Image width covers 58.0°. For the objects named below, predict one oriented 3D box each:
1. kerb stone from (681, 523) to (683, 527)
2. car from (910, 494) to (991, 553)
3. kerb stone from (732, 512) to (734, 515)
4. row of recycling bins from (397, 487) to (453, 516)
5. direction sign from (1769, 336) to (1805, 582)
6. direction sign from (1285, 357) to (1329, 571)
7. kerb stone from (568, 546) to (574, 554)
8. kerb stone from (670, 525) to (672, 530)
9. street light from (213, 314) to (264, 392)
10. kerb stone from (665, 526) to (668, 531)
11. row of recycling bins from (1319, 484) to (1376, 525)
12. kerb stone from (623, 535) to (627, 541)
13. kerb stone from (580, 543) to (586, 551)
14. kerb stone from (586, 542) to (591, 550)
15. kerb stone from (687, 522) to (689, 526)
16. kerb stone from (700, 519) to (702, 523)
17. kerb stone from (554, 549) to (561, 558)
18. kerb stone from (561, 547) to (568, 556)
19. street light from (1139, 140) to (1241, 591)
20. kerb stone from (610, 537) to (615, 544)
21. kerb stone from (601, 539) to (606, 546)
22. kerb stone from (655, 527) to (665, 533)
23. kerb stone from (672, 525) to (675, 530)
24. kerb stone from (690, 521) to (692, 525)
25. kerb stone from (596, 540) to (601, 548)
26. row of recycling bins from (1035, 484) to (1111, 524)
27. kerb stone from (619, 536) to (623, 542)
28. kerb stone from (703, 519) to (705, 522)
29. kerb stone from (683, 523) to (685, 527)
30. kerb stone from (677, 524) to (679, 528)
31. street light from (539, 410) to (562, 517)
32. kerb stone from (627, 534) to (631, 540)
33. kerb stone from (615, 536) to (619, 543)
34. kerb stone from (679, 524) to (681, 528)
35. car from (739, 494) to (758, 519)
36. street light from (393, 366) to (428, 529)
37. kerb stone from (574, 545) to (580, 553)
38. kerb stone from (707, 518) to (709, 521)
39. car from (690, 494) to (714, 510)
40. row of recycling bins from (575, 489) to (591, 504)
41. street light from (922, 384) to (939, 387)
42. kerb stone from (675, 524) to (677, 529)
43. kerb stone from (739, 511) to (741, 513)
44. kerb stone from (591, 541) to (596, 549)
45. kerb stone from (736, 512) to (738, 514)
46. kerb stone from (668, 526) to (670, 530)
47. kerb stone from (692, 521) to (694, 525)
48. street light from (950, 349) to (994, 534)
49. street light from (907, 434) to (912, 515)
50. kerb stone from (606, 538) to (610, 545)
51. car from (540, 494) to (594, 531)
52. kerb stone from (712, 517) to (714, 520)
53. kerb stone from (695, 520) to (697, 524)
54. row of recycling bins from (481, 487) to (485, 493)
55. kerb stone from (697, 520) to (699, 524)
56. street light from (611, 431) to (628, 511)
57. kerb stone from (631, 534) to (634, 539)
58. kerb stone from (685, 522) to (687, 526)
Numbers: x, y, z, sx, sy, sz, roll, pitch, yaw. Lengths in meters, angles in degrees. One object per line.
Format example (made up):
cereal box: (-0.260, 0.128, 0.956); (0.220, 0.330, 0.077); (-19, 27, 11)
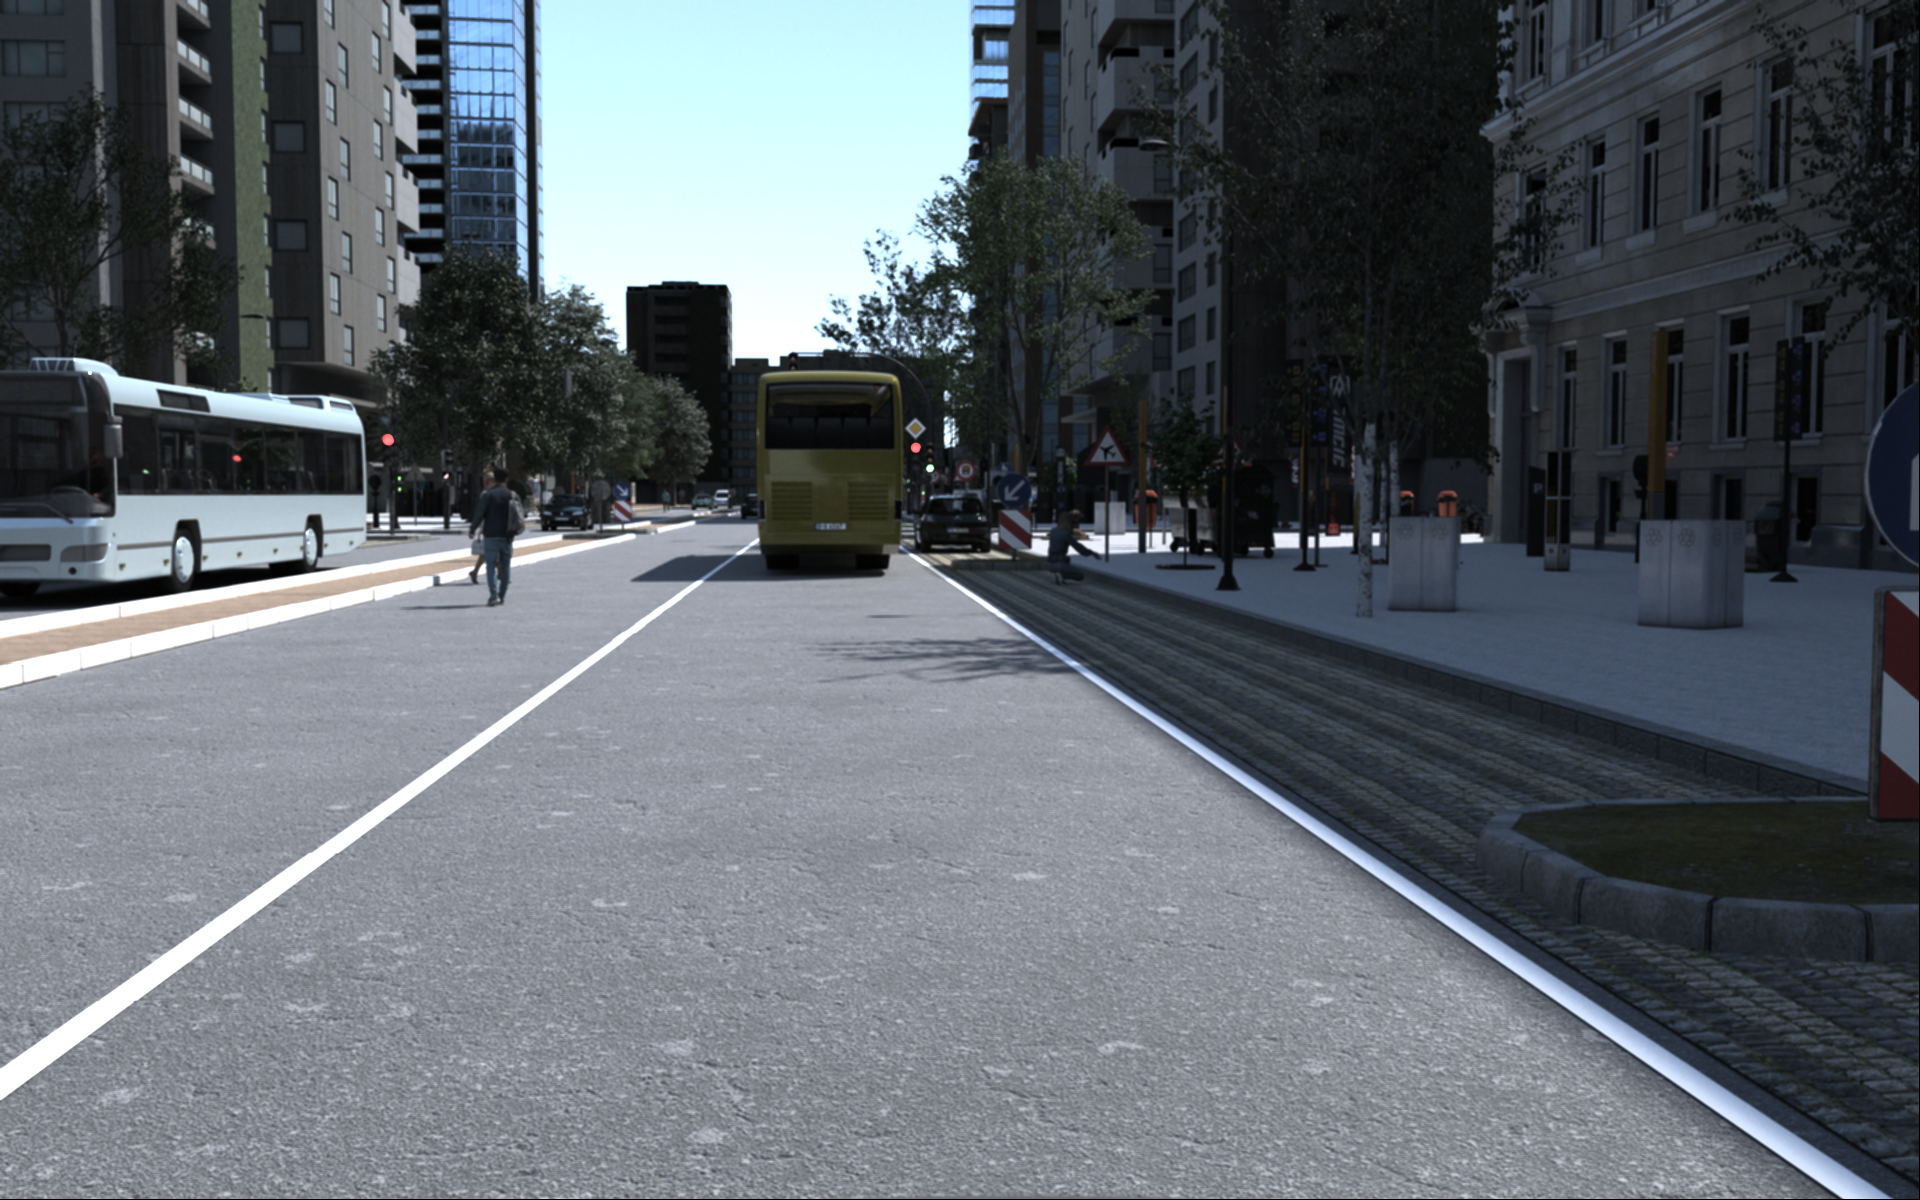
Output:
kerb stone: (-11.950, -3.128, 73.409); (0.120, 0.150, 1.000); (0, 4, -5)
car: (-0.215, -2.061, 43.483); (2.009, 1.686, 4.222); (0, 4, -5)
kerb stone: (-15.300, -5.690, 115.314); (0.120, 0.150, 1.000); (0, 4, -5)
row of recycling bins: (-31.249, -5.713, 100.528); (3.534, 1.692, 1.069); (-3, 5, -40)
direction sign: (12.076, -2.036, 25.286); (0.379, 3.537, 0.876); (0, 4, 2)
direction sign: (5.777, -2.259, 28.926); (0.379, 3.537, 0.876); (-3, 5, -41)
kerb stone: (-9.376, -1.162, 41.192); (0.120, 0.150, 1.000); (0, 4, -5)
kerb stone: (-11.543, -2.817, 68.294); (0.120, 0.150, 1.000); (0, 4, -5)
street light: (-18.615, -4.413, 44.693); (1.470, 5.913, 1.316); (0, 4, -5)
kerb stone: (-11.377, -2.690, 66.246); (0.120, 0.150, 1.000); (0, 4, -5)
row of recycling bins: (16.032, -3.978, 72.154); (1.069, 1.692, 3.534); (-2, 4, -25)
kerb stone: (-10.272, -1.848, 52.416); (0.120, 0.150, 1.000); (0, 4, -5)
kerb stone: (-9.539, -1.287, 43.236); (0.120, 0.150, 1.000); (0, 4, -5)
kerb stone: (-9.625, -1.349, 44.259); (0.120, 0.150, 1.000); (0, 4, -5)
kerb stone: (-12.191, -3.320, 76.481); (0.120, 0.150, 1.000); (0, 4, -5)
kerb stone: (-12.846, -3.819, 84.675); (0.120, 0.150, 1.000); (0, 4, -5)
kerb stone: (-9.208, -1.033, 39.147); (0.120, 0.150, 1.000); (0, 4, -5)
kerb stone: (-9.291, -1.099, 40.166); (0.120, 0.150, 1.000); (0, 4, -5)
street light: (3.049, -3.084, 22.973); (1.470, 5.913, 1.316); (0, 4, -5)
kerb stone: (-10.033, -1.658, 49.359); (0.120, 0.150, 1.000); (0, 4, -5)
kerb stone: (-9.867, -1.537, 47.320); (0.120, 0.150, 1.000); (0, 4, -5)
kerb stone: (-11.294, -2.631, 65.221); (0.120, 0.150, 1.000); (0, 4, -5)
kerb stone: (-11.624, -2.882, 69.313); (0.120, 0.150, 1.000); (0, 4, -5)
kerb stone: (-12.361, -3.445, 78.521); (0.120, 0.150, 1.000); (0, 4, -5)
kerb stone: (-9.789, -1.474, 46.301); (0.120, 0.150, 1.000); (0, 4, -5)
row of recycling bins: (4.883, -4.162, 75.163); (3.534, 1.692, 1.069); (2, 4, 25)
kerb stone: (-10.186, -1.785, 51.398); (0.120, 0.150, 1.000); (0, 4, -5)
kerb stone: (-13.010, -3.947, 86.722); (0.120, 0.150, 1.000); (0, 4, -5)
kerb stone: (-12.030, -3.189, 74.437); (0.120, 0.150, 1.000); (0, 4, -5)
kerb stone: (-11.785, -3.007, 71.363); (0.120, 0.150, 1.000); (0, 4, -5)
street light: (-22.661, -7.547, 95.930); (1.470, 5.913, 1.316); (0, 4, -5)
kerb stone: (-10.353, -1.911, 53.440); (0.120, 0.150, 1.000); (0, 4, -5)
kerb stone: (-10.111, -1.724, 50.377); (0.120, 0.150, 1.000); (0, 4, -5)
kerb stone: (-11.866, -3.070, 72.390); (0.120, 0.150, 1.000); (0, 4, -5)
car: (-11.662, -5.475, 99.295); (2.009, 1.686, 4.222); (0, 4, -6)
street light: (-19.983, -5.528, 62.918); (1.470, 5.913, 1.316); (0, 4, -5)
kerb stone: (-9.460, -1.224, 42.210); (0.120, 0.150, 1.000); (0, 4, -5)
kerb stone: (-13.262, -4.134, 89.787); (0.120, 0.150, 1.000); (0, 4, -5)
car: (-23.469, -8.929, 157.787); (2.131, 1.459, 4.920); (0, 4, -5)
row of recycling bins: (-28.661, -7.619, 131.676); (1.069, 1.692, 3.534); (-2, 4, -29)
street light: (-0.902, -6.166, 73.357); (1.470, 5.913, 1.316); (0, 4, -5)
kerb stone: (-11.706, -2.943, 70.332); (0.120, 0.150, 1.000); (0, 4, -5)
kerb stone: (-16.040, -6.258, 124.508); (0.120, 0.150, 1.000); (0, 4, -5)
kerb stone: (-9.706, -1.412, 45.277); (0.120, 0.150, 1.000); (0, 4, -5)
kerb stone: (-15.706, -6.007, 120.414); (0.120, 0.150, 1.000); (0, 4, -5)
kerb stone: (-11.467, -2.756, 67.264); (0.120, 0.150, 1.000); (0, 4, -5)
kerb stone: (-12.436, -3.506, 79.544); (0.120, 0.150, 1.000); (0, 4, -5)
street light: (0.380, -5.074, 55.495); (1.470, 5.913, 1.316); (0, 4, -5)
street light: (-3.663, -8.191, 106.457); (1.470, 5.913, 1.316); (0, 4, -5)
kerb stone: (-9.950, -1.599, 48.339); (0.120, 0.150, 1.000); (0, 4, -5)
car: (-15.464, -3.578, 68.293); (2.009, 1.686, 4.222); (0, 4, -6)
kerb stone: (-13.588, -4.383, 93.880); (0.120, 0.150, 1.000); (0, 4, -5)
kerb stone: (-12.610, -3.633, 81.611); (0.120, 0.150, 1.000); (0, 4, -5)
row of recycling bins: (-25.791, -5.488, 96.847); (1.069, 1.692, 3.534); (1, 4, 19)
kerb stone: (-12.688, -3.697, 82.634); (0.120, 0.150, 1.000); (0, 4, -5)
street light: (-25.282, -9.524, 128.266); (1.470, 5.913, 1.316); (0, 4, -5)
kerb stone: (-10.436, -1.973, 54.459); (0.120, 0.150, 1.000); (0, 4, -5)
kerb stone: (-12.115, -3.255, 75.461); (0.120, 0.150, 1.000); (0, 4, -5)
